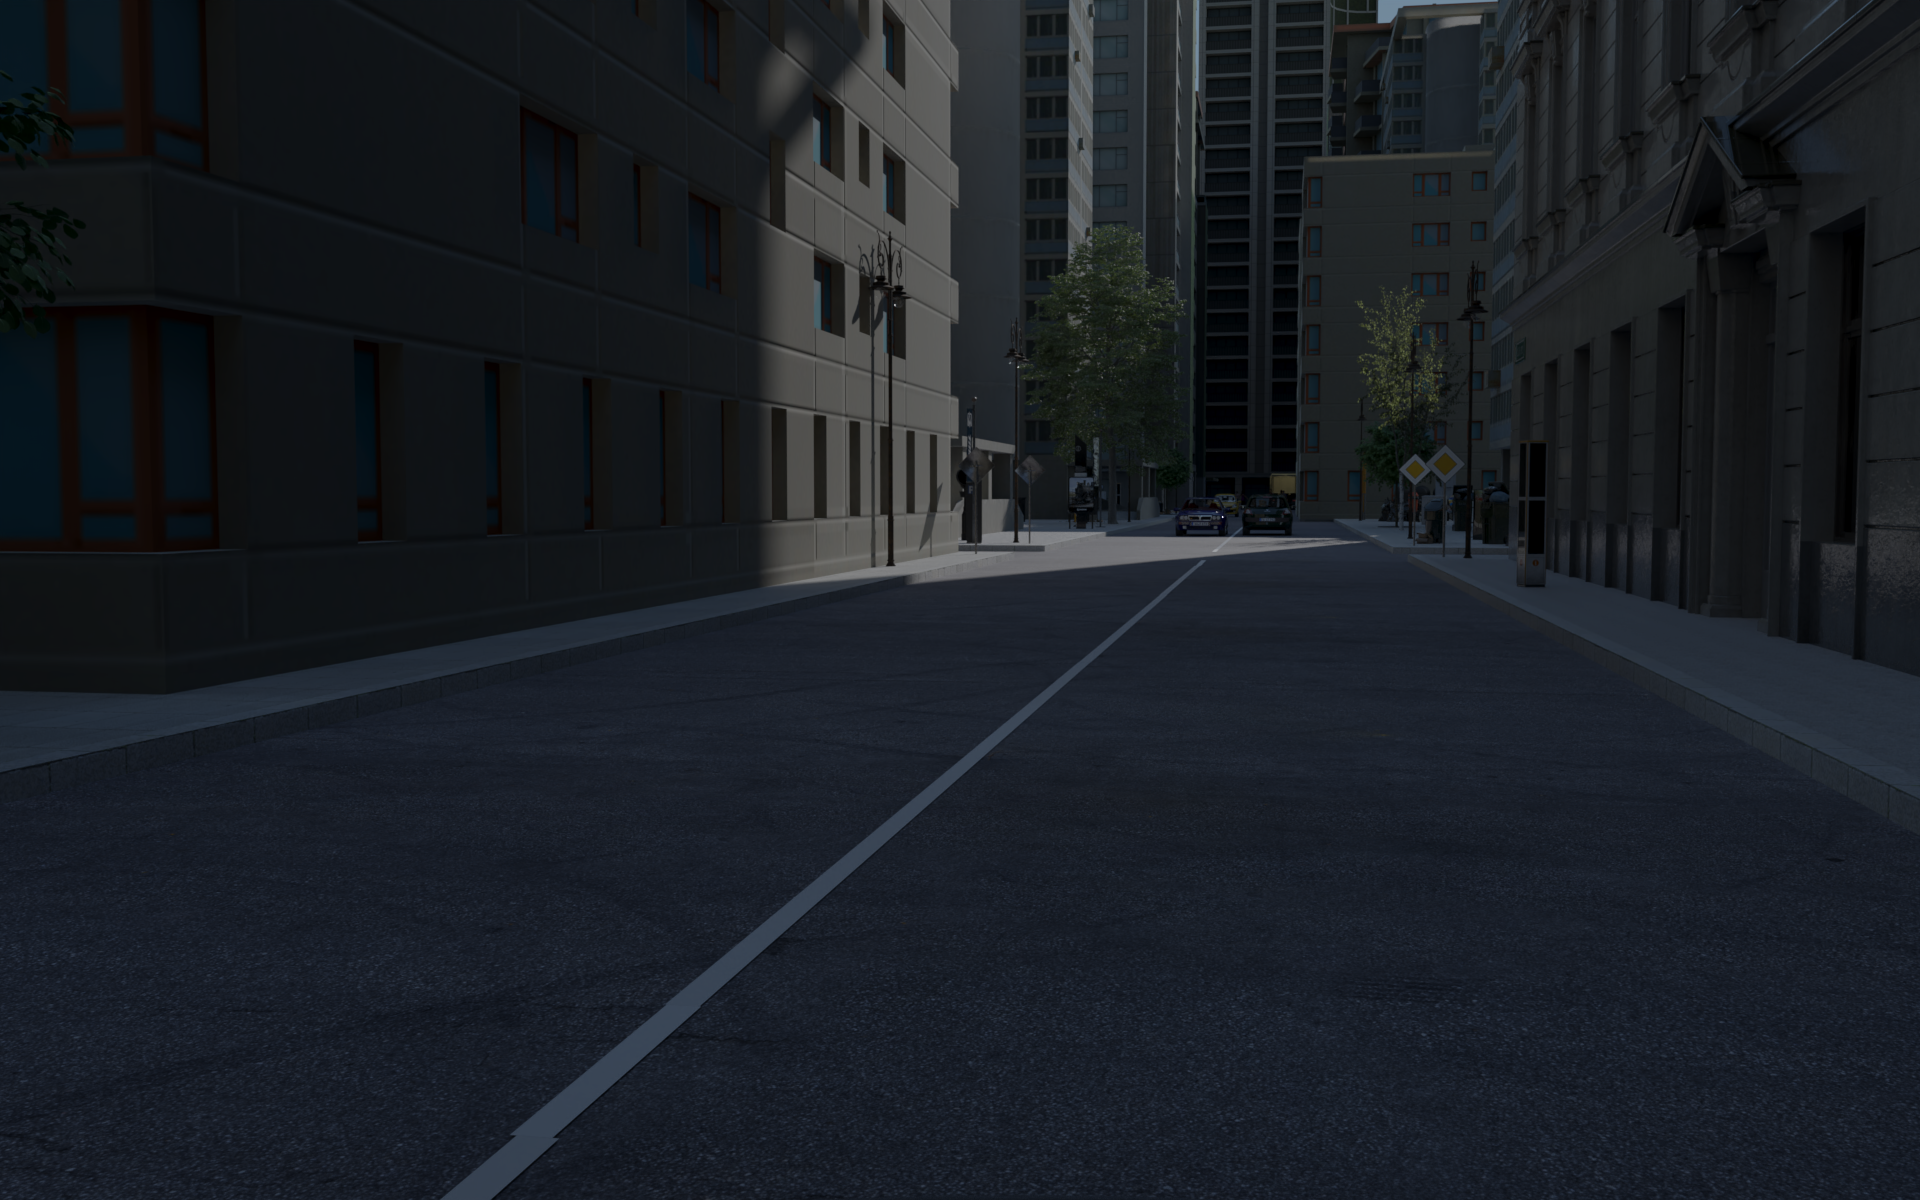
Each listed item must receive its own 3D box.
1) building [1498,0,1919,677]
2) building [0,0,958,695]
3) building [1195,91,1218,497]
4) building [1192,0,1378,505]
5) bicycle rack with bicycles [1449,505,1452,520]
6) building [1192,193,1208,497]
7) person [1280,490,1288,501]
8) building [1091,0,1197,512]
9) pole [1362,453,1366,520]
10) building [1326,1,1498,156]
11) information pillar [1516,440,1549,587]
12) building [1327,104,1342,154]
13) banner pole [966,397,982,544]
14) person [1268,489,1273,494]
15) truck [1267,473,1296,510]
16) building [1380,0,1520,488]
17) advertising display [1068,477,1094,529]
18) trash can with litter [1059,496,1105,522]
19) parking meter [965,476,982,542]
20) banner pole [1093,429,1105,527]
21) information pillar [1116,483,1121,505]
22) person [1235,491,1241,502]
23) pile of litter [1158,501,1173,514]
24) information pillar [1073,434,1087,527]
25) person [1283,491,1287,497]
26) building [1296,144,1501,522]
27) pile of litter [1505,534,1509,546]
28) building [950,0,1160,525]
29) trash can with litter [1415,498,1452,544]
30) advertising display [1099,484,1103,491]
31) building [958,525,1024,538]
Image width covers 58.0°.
[{"bbox_3d":[14.658,-14.334,10.779,17.030,29.872,44.131,1,4,10],"label":"building"},{"bbox_3d":[-16.764,-11.105,26.612,28.899,21.520,27.650,1,4,10],"label":"building"},{"bbox_3d":[12.831,-32.450,185.182,28.867,44.769,22.147,1,4,10],"label":"building"},{"bbox_3d":[39.273,-47.075,207.931,20.611,71.187,20.563,1,4,10],"label":"building"},{"bbox_3d":[25.082,-4.385,85.079,2.852,0.926,2.925,-1,4,-22],"label":"bicycle rack with bicycles"},{"bbox_3d":[15.675,-23.858,161.781,14.160,30.474,14.107,1,4,10],"label":"building"},{"bbox_3d":[23.199,-7.101,125.321,1.217,1.735,0.721,-1,4,-20],"label":"person"},{"bbox_3d":[9.755,-27.092,126.550,14.154,41.232,14.086,1,4,10],"label":"building"},{"bbox_3d":[19.965,-5.611,85.583,0.158,3.312,0.155,0,3,0],"label":"pole"},{"bbox_3d":[45.114,-30.910,160.007,22.147,44.769,28.867,1,4,10],"label":"building"},{"bbox_3d":[7.894,-1.186,23.887,0.304,2.012,0.304,0,4,-5],"label":"information pillar"},{"bbox_3d":[45.511,-30.505,182.352,14.154,41.232,14.086,1,4,10],"label":"building"},{"bbox_3d":[0.293,-3.335,44.549,0.401,3.779,0.863,1,4,17],"label":"banner pole"},{"bbox_3d":[23.729,-7.583,132.446,1.348,1.831,0.705,2,4,26],"label":"person"},{"bbox_3d":[29.922,-10.006,159.520,3.469,3.379,9.791,1,4,11],"label":"truck"},{"bbox_3d":[45.253,-26.956,132.609,32.217,40.220,23.993,1,4,10],"label":"building"},{"bbox_3d":[4.462,-3.584,63.811,0.974,1.923,0.123,0,4,-7],"label":"advertising display"},{"bbox_3d":[5.660,-4.163,79.117,2.233,1.210,1.678,1,4,14],"label":"trash can with litter"},{"bbox_3d":[0.364,-2.438,45.573,0.399,1.863,0.255,3,4,36],"label":"parking meter"},{"bbox_3d":[5.331,-4.708,66.993,0.401,3.779,0.863,-2,4,-24],"label":"banner pole"},{"bbox_3d":[10.660,-6.853,116.534,0.304,2.012,0.304,0,4,2],"label":"information pillar"},{"bbox_3d":[28.707,-10.435,179.823,1.217,1.736,0.721,3,4,36],"label":"person"},{"bbox_3d":[13.046,-5.933,110.973,1.719,0.858,1.176,-3,4,-36],"label":"pile of litter"},{"bbox_3d":[4.709,-4.672,67.735,0.504,3.616,0.183,2,4,24],"label":"information pillar"},{"bbox_3d":[26.040,-7.948,139.376,0.541,1.710,0.530,1,4,23],"label":"person"},{"bbox_3d":[33.833,-15.637,100.707,27.650,21.520,28.899,1,4,10],"label":"building"},{"bbox_3d":[14.231,-1.758,42.711,1.719,0.858,1.176,0,4,-2],"label":"pile of litter"},{"bbox_3d":[-5.730,-24.564,93.503,32.217,40.220,23.993,1,4,10],"label":"building"},{"bbox_3d":[12.217,-2.040,44.749,0.624,1.170,1.055,3,4,39],"label":"trash can with litter"},{"bbox_3d":[9.399,-6.758,115.701,0.123,1.923,0.974,1,4,18],"label":"advertising display"},{"bbox_3d":[-14.766,-22.424,58.519,32.217,40.220,23.993,1,4,10],"label":"building"}]
